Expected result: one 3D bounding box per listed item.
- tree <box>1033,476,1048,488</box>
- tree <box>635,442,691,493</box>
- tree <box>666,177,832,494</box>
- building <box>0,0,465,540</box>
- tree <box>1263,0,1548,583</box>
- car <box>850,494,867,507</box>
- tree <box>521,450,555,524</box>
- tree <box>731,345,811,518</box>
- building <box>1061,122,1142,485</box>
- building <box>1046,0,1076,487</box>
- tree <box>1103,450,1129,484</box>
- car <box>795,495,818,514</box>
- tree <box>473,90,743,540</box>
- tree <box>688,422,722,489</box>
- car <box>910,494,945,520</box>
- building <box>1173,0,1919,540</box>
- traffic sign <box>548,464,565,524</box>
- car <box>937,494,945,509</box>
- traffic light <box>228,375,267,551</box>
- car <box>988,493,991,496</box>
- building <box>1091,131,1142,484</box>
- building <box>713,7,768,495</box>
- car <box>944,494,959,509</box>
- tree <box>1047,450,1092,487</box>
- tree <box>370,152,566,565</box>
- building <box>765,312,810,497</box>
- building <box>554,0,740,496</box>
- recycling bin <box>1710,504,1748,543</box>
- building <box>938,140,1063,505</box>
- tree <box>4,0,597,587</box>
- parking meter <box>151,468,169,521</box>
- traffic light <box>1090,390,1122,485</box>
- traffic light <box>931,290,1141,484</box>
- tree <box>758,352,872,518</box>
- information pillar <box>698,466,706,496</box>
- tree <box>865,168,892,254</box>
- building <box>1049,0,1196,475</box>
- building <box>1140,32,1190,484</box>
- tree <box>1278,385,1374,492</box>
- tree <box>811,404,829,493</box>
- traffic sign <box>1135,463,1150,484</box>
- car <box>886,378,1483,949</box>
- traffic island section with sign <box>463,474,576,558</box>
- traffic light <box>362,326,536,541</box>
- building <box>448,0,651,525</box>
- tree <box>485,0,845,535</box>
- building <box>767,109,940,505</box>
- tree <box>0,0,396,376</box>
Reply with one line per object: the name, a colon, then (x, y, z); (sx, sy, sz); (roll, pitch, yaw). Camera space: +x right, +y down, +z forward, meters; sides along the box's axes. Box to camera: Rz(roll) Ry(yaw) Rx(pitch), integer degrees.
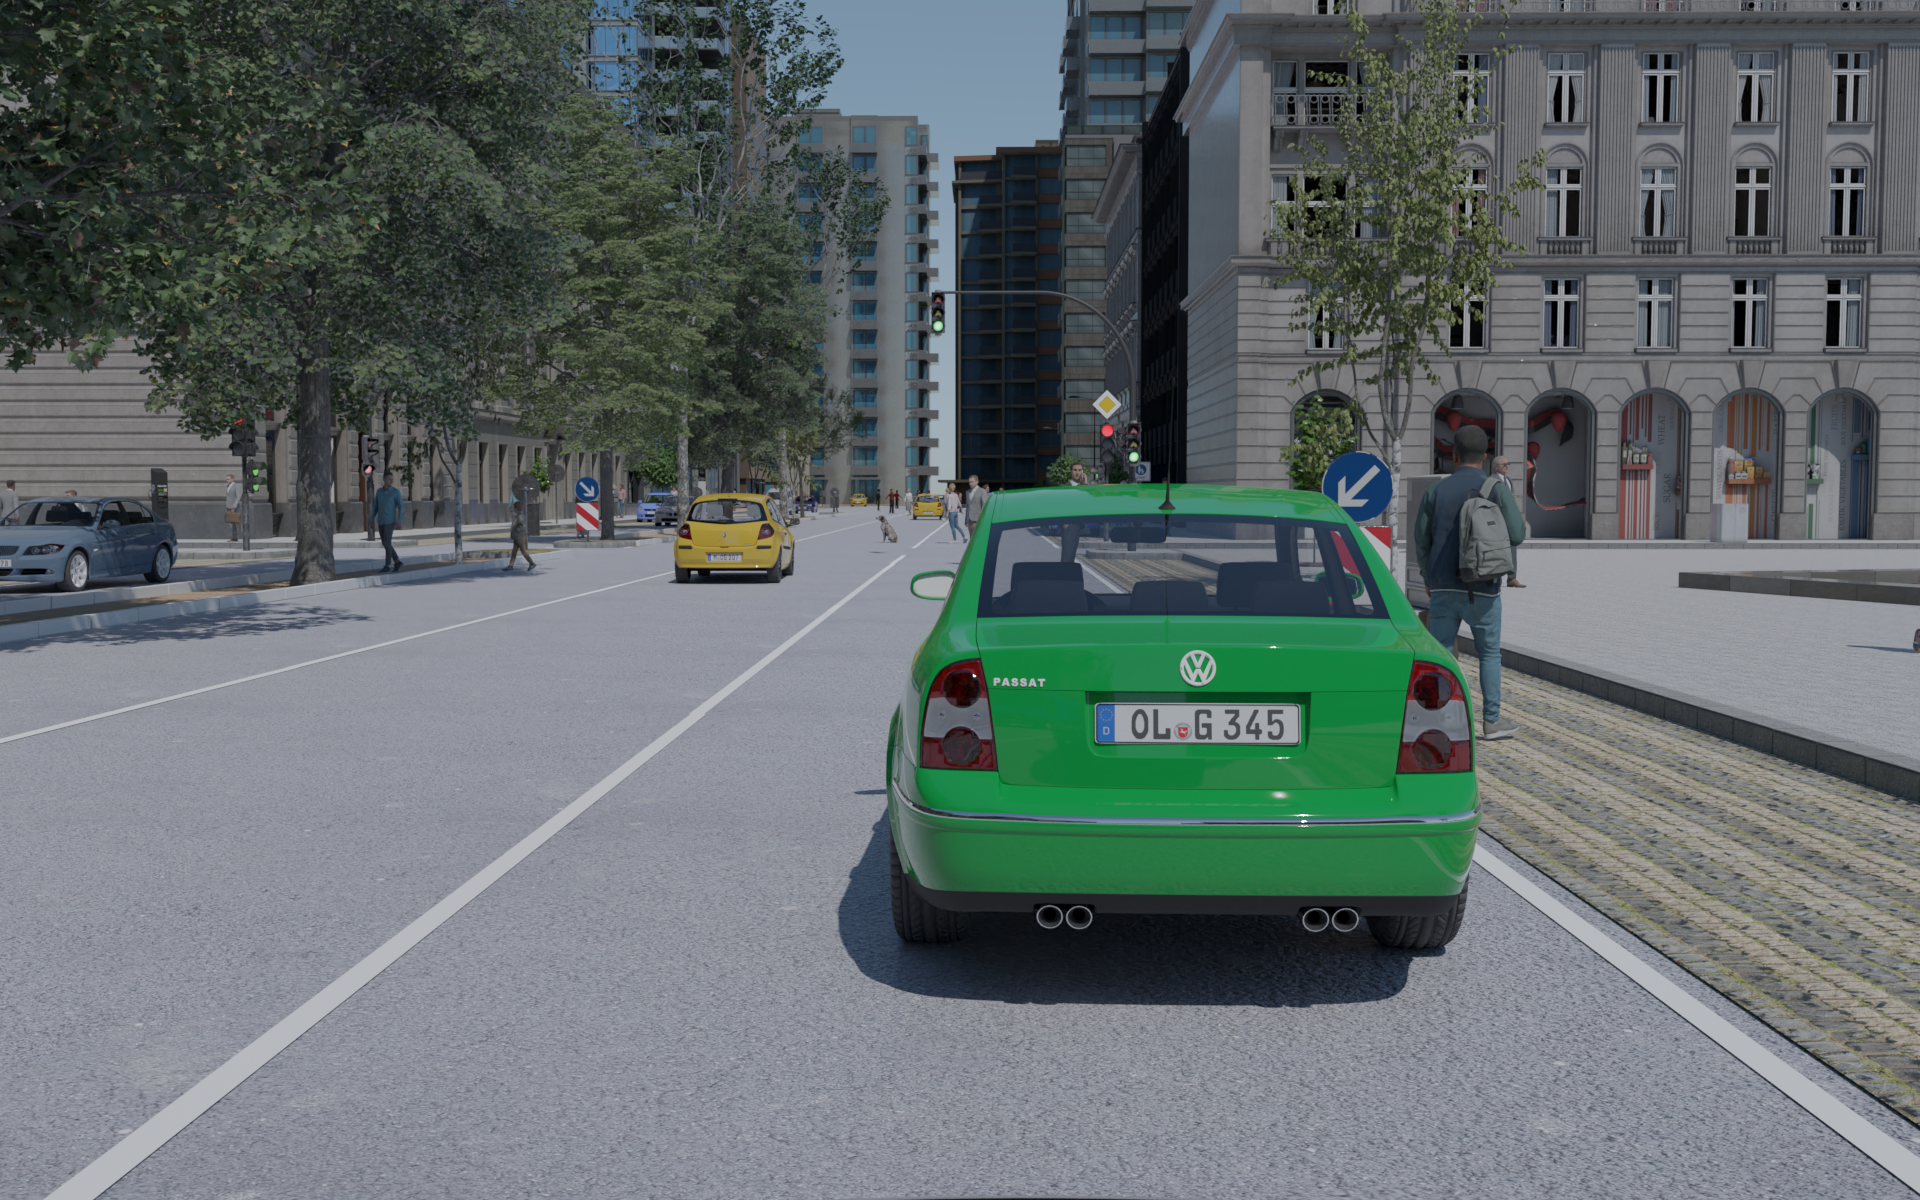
tree: (8.318, -11.291, 179.201); (1.663, 3.219, 1.824); (0, 3, 0)
tree: (-17.539, -7.243, 102.131); (4.285, 4.588, 4.351); (0, 3, 0)
tree: (-9.587, -9.875, 70.561); (9.857, 13.997, 8.962); (0, 3, 0)
building: (-24.529, -13.977, 57.404); (11.050, 23.489, 19.941); (0, 4, 1)
tree: (6.063, -4.509, 24.079); (4.737, 8.622, 4.395); (0, 3, 0)
car: (-11.475, -11.386, 196.378); (2.015, 1.641, 3.980); (0, 4, -1)
tree: (-18.461, -4.961, 75.709); (1.663, 3.219, 1.824); (0, 3, 0)
tree: (-9.273, -7.663, 78.104); (4.737, 8.622, 4.395); (0, 3, 0)
building: (15.096, -22.449, 138.745); (14.160, 30.474, 14.107); (0, 4, 1)
building: (19.890, -45.683, 185.167); (20.563, 71.187, 20.611); (0, 4, 1)
tree: (6.959, -5.025, 76.766); (1.663, 3.219, 1.824); (0, 3, 0)
car: (-11.295, -6.935, 125.963); (1.945, 1.354, 3.894); (0, 3, 0)
tree: (-10.096, -7.864, 49.167); (7.486, 12.596, 7.792); (0, 3, 0)
tree: (-17.577, -10.209, 117.278); (4.360, 8.622, 3.978); (0, 3, 0)
car: (-1.790, -5.302, 96.910); (2.015, 1.641, 3.980); (0, 4, -1)
building: (19.289, -12.934, 53.270); (24.055, 21.916, 13.314); (0, 4, 1)
traffic sign: (-17.346, -4.545, 74.419); (0.768, 2.556, 0.104); (0, 4, 5)
car: (-1.677, -6.600, 119.908); (2.014, 1.417, 4.499); (0, 4, 0)
traffic light: (-16.127, -3.067, 39.073); (0.839, 4.253, 0.868); (0, 4, 1)
car: (1.815, -4.374, 81.101); (1.945, 1.707, 3.694); (0, 4, 1)
building: (13.026, -15.324, 101.450); (10.553, 20.767, 40.483); (0, 4, 1)
building: (-25.612, -31.226, 160.659); (14.600, 45.320, 14.200); (0, 4, 1)
car: (-0.984, -9.680, 168.498); (2.015, 1.641, 3.980); (0, 4, -1)
tree: (8.242, -8.943, 129.938); (4.285, 4.588, 4.351); (0, 3, 0)
tree: (-10.015, -4.998, 34.541); (4.360, 8.622, 3.978); (0, 3, 0)
building: (-31.780, -20.742, 184.168); (28.899, 21.520, 27.650); (0, 4, 1)
building: (-28.951, -50.360, 136.062); (22.319, 86.520, 31.000); (0, 4, 1)
recycling bin: (20.374, -2.038, 45.883); (0.722, 1.027, 0.722); (0, 4, 1)
building: (11.903, -34.388, 216.865); (28.867, 44.769, 22.147); (0, 4, 1)
tree: (-9.926, -7.164, 26.252); (9.857, 13.997, 8.962); (0, 3, 0)
parking meter: (-17.959, -2.029, 38.888); (0.255, 1.863, 0.399); (-3, 5, -43)
traffic light: (3.943, -3.540, 46.798); (0.839, 4.253, 0.868); (0, 4, 1)
traffic light: (1.739, -3.916, 38.701); (4.771, 5.953, 1.251); (0, 4, 1)
tree: (-9.447, -10.237, 104.248); (8.767, 10.594, 7.601); (0, 4, 1)
information pillar: (-16.750, -7.414, 112.574); (0.504, 3.616, 0.183); (1, 4, 8)
tree: (-10.118, -14.025, 87.661); (12.611, 20.169, 13.585); (0, 3, 0)
building: (20.534, -33.073, 160.346); (23.786, 49.044, 30.456); (0, 4, 1)
building: (14.520, -14.886, 73.061); (12.332, 23.373, 15.834); (0, 4, 1)
tree: (6.223, -2.209, 30.727); (1.663, 3.219, 1.824); (0, 3, 0)
tree: (-9.405, -8.883, 98.049); (4.737, 8.622, 4.395); (0, 3, 0)
traffic sign: (5.758, -3.245, 55.179); (0.606, 2.300, 0.079); (1, 4, 9)
car: (0.733, 0.118, 6.862); (1.959, 1.807, 4.718); (0, 4, 2)
traffic island section with sign: (-10.023, -1.910, 39.357); (2.006, 1.907, 1.989); (0, 4, 1)
traffic light: (-13.924, -4.428, 47.063); (4.771, 5.953, 1.251); (0, 4, 1)
building: (-27.980, -19.133, 89.247); (17.030, 29.872, 44.131); (0, 4, 1)
tree: (-10.600, -12.277, 59.073); (12.611, 20.169, 13.585); (0, 3, 0)
building: (-17.810, -36.600, 218.012); (30.456, 49.044, 23.786); (0, 4, 1)
tree: (-10.269, -5.812, 14.495); (9.611, 12.733, 9.660); (0, 3, 0)
